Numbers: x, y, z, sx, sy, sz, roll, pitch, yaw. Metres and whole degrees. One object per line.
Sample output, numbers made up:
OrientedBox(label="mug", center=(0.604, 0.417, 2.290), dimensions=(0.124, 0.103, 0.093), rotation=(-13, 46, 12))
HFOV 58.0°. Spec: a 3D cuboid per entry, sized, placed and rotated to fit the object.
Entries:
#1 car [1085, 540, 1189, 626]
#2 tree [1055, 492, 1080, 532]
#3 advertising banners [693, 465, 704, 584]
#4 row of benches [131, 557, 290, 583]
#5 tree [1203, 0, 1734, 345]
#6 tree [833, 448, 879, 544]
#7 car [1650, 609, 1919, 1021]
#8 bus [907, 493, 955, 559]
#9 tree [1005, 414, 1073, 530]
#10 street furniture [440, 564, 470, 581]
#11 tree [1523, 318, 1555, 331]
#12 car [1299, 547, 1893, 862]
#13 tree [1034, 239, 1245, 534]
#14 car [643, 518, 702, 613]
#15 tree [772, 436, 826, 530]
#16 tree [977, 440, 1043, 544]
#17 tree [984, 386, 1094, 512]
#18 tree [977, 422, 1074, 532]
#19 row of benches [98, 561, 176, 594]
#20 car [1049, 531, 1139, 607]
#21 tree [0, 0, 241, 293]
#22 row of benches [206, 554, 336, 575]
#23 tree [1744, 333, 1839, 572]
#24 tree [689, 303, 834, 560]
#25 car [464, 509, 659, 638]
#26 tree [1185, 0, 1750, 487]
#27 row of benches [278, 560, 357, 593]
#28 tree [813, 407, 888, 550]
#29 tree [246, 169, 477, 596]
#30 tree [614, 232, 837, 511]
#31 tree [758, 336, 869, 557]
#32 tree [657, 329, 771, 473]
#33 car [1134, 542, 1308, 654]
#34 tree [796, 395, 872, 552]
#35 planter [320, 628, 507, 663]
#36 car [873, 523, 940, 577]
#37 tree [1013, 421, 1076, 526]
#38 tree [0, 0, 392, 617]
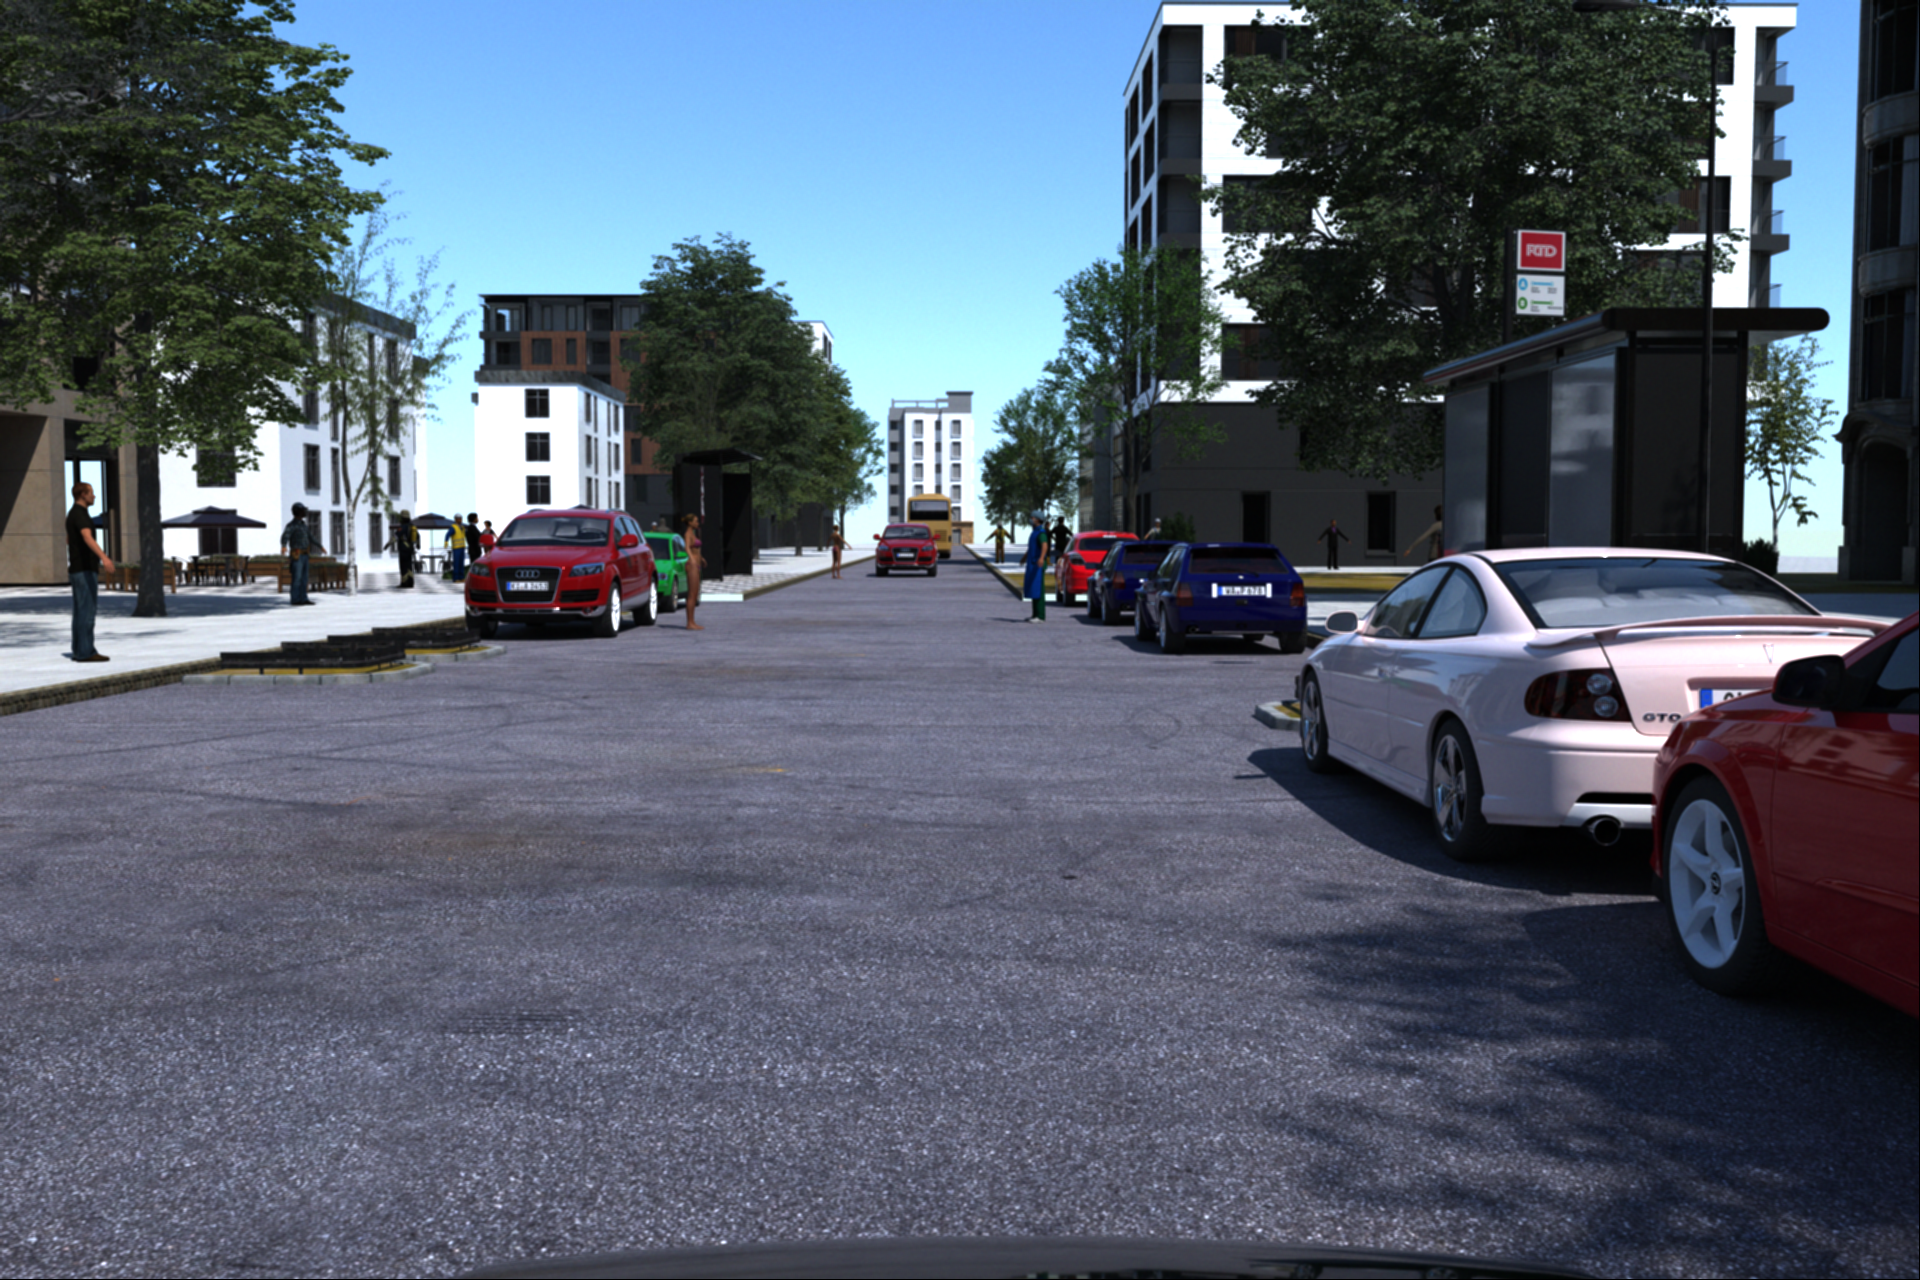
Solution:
OrientedBox(label="car", center=(3.074, -0.973, 28.483), dimensions=(1.945, 1.354, 3.894), rotation=(0, 4, -1))
OrientedBox(label="tree", center=(14.974, -17.415, 235.090), dimensions=(4.737, 8.622, 4.395), rotation=(0, 3, 0))
OrientedBox(label="advertising banners", center=(-6.597, -2.899, 43.586), dimensions=(0.090, 3.025, 2.074), rotation=(0, 4, 1))
OrientedBox(label="row of benches", center=(-19.539, -1.835, 45.467), dimensions=(4.104, 0.672, 1.422), rotation=(0, 4, -1))
OrientedBox(label="tree", center=(12.933, -11.620, 45.869), dimensions=(12.611, 20.169, 13.585), rotation=(0, 3, 0))
OrientedBox(label="tree", center=(-16.226, -19.740, 233.125), dimensions=(12.009, 13.543, 11.850), rotation=(0, 3, 0))
OrientedBox(label="car", center=(3.237, 0.300, 4.131), dimensions=(2.155, 1.783, 4.494), rotation=(0, 4, -1))
OrientedBox(label="bus", center=(-1.761, -6.897, 104.305), dimensions=(2.896, 3.916, 12.252), rotation=(0, 3, 0))
OrientedBox(label="tree", center=(5.331, -9.538, 106.308), dimensions=(4.360, 8.622, 3.978), rotation=(0, 3, 0))
OrientedBox(label="street furniture", center=(-11.922, -2.205, 51.679), dimensions=(5.734, 0.657, 10.072), rotation=(0, 4, 2))
OrientedBox(label="tree", center=(19.161, -6.521, 56.974), dimensions=(4.360, 8.622, 3.978), rotation=(0, 3, 0))
OrientedBox(label="car", center=(3.048, 0.208, 8.968), dimensions=(2.083, 1.381, 4.827), rotation=(0, 4, -1))
OrientedBox(label="tree", center=(6.165, -8.297, 61.415), dimensions=(9.928, 11.665, 9.643), rotation=(0, 3, 0))
OrientedBox(label="car", center=(-6.057, -1.478, 32.962), dimensions=(1.959, 1.807, 4.718), rotation=(0, 3, 0))
OrientedBox(label="tree", center=(-10.013, -9.557, 106.619), dimensions=(4.360, 8.622, 3.978), rotation=(0, 3, 0))
OrientedBox(label="tree", center=(7.179, -19.908, 232.151), dimensions=(9.857, 13.997, 8.962), rotation=(0, 3, 0))
OrientedBox(label="tree", center=(5.531, -11.871, 119.844), dimensions=(9.928, 11.665, 9.643), rotation=(0, 3, 0))
OrientedBox(label="tree", center=(5.681, -12.437, 137.765), dimensions=(7.601, 10.594, 8.767), rotation=(3, 4, 36))
OrientedBox(label="row of benches", center=(-18.393, -1.413, 38.571), dimensions=(1.422, 0.672, 4.104), rotation=(-3, 5, -41))
OrientedBox(label="car", center=(2.928, -1.622, 35.567), dimensions=(2.155, 1.783, 4.494), rotation=(0, 3, 0))
OrientedBox(label="tree", center=(-12.515, -6.441, 15.674), dimensions=(12.009, 13.543, 11.850), rotation=(0, 3, 0))
OrientedBox(label="row of benches", center=(-21.775, -2.390, 54.539), dimensions=(4.104, 0.672, 1.422), rotation=(0, 4, 3))
OrientedBox(label="tree", center=(26.459, -6.476, 56.238), dimensions=(4.737, 8.622, 4.395), rotation=(0, 3, 0))
OrientedBox(label="tree", center=(-10.018, -10.204, 84.958), dimensions=(7.486, 12.596, 7.792), rotation=(0, 3, 0))
OrientedBox(label="car", center=(-5.779, -1.036, 25.607), dimensions=(2.281, 1.827, 5.304), rotation=(0, 4, -1))
OrientedBox(label="tree", center=(9.426, -7.692, 32.415), dimensions=(9.857, 13.997, 8.962), rotation=(0, 3, 0))
OrientedBox(label="row of benches", center=(-14.584, -1.461, 39.352), dimensions=(1.422, 0.672, 4.104), rotation=(0, 4, -4))
OrientedBox(label="tree", center=(-9.435, -13.132, 140.470), dimensions=(9.928, 11.665, 9.643), rotation=(0, 3, 0))
OrientedBox(label="tree", center=(-12.865, -5.222, 35.738), dimensions=(4.360, 8.622, 3.978), rotation=(0, 3, 0))
OrientedBox(label="tree", center=(-9.707, -10.196, 73.354), dimensions=(9.857, 13.997, 8.962), rotation=(0, 3, 0))
OrientedBox(label="tree", center=(-8.870, -11.056, 98.898), dimensions=(7.486, 12.596, 7.792), rotation=(0, 3, 0))
OrientedBox(label="tree", center=(-9.634, -6.895, 63.088), dimensions=(4.360, 8.622, 3.978), rotation=(0, 3, 0))
OrientedBox(label="car", center=(3.253, -0.583, 22.107), dimensions=(1.945, 1.354, 3.894), rotation=(0, 4, -1))
OrientedBox(label="tree", center=(-10.153, -12.292, 126.737), dimensions=(9.928, 11.665, 9.643), rotation=(0, 3, 0))
OrientedBox(label="planter", center=(-6.404, 0.057, 20.210), dimensions=(1.991, 0.319, 1.994), rotation=(0, 4, -1))
OrientedBox(label="car", center=(-1.808, -3.107, 59.473), dimensions=(2.281, 1.827, 5.304), rotation=(0, 4, 0))
OrientedBox(label="tree", center=(5.247, -9.902, 112.255), dimensions=(4.737, 8.622, 4.395), rotation=(0, 3, 0))
OrientedBox(label="tree", center=(-12.839, -6.653, 26.908), dimensions=(7.486, 12.596, 7.792), rotation=(0, 3, 0))
